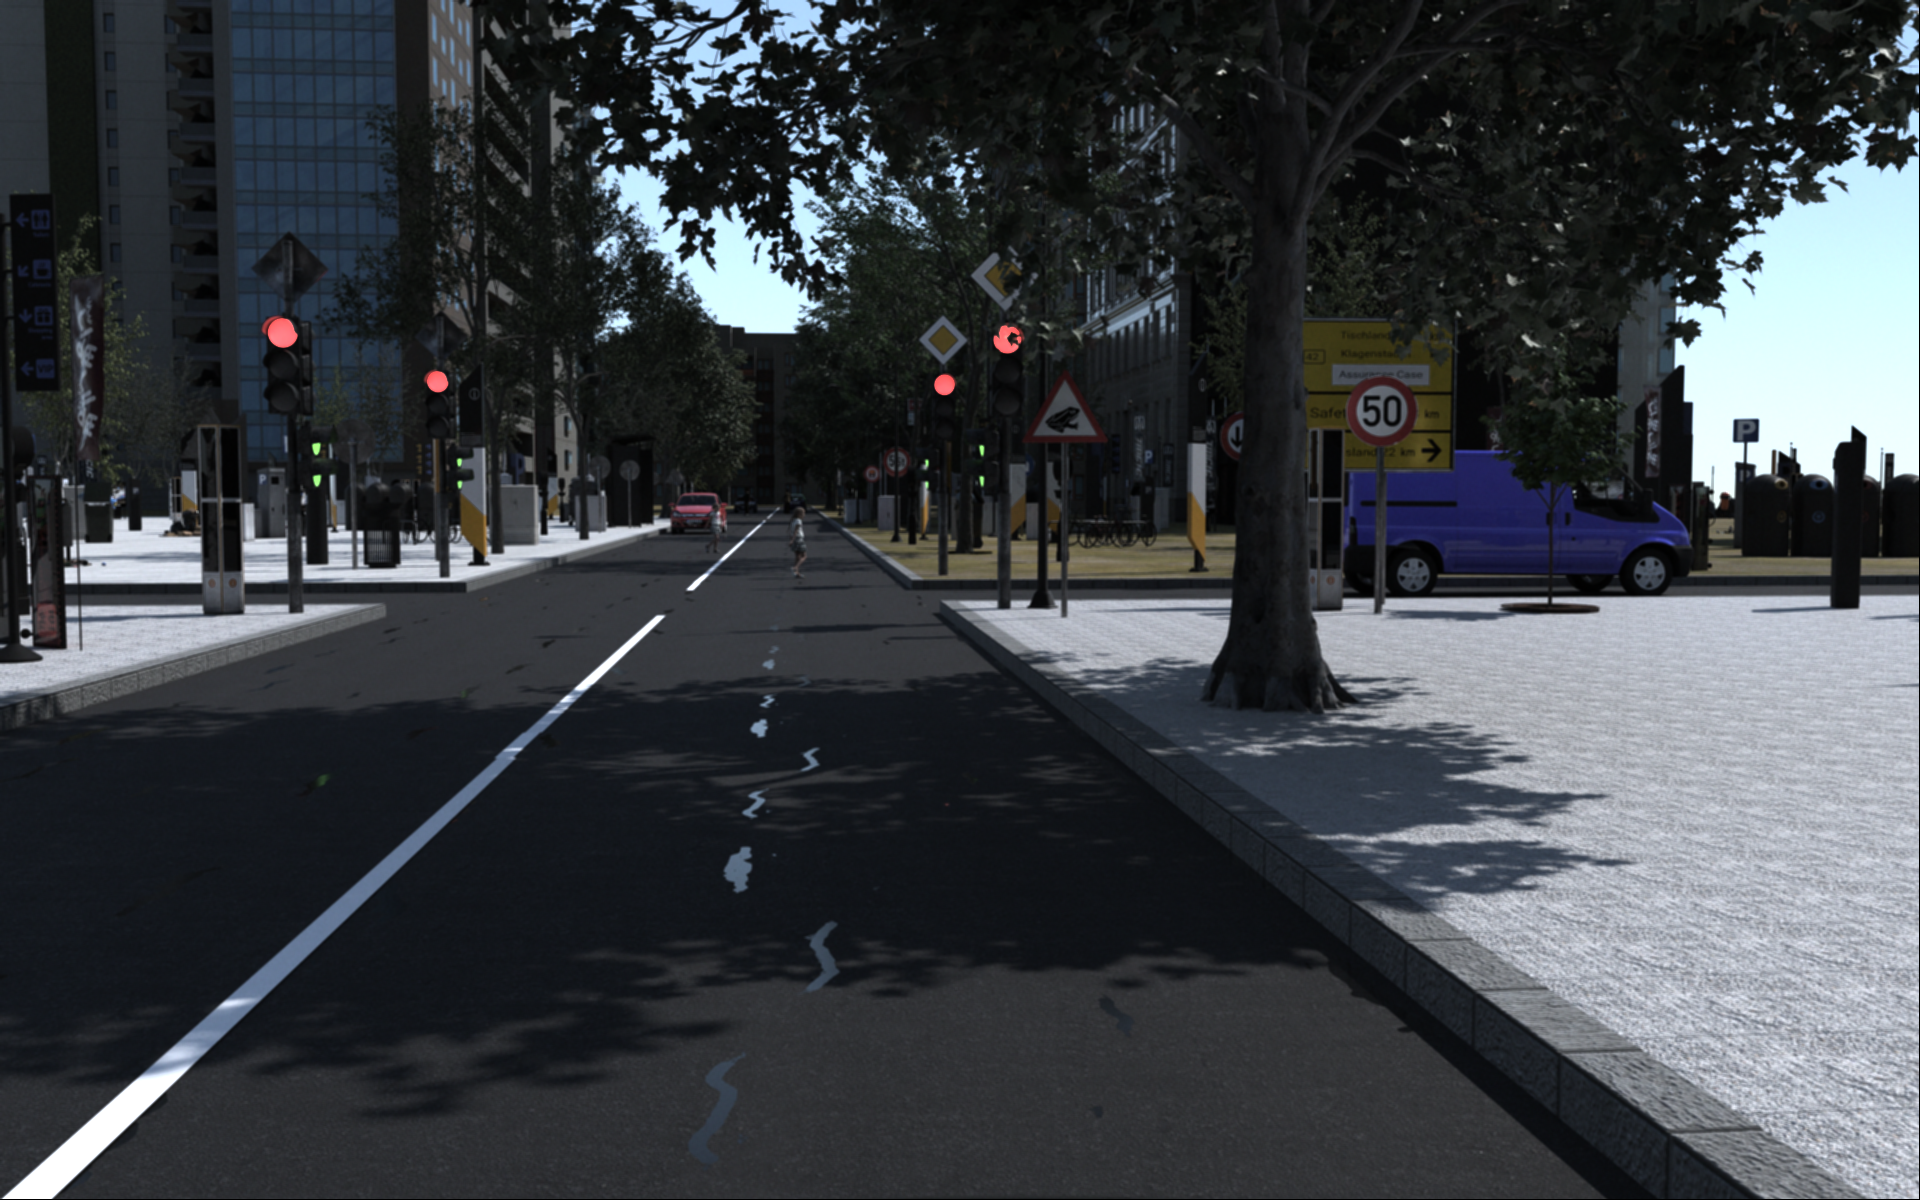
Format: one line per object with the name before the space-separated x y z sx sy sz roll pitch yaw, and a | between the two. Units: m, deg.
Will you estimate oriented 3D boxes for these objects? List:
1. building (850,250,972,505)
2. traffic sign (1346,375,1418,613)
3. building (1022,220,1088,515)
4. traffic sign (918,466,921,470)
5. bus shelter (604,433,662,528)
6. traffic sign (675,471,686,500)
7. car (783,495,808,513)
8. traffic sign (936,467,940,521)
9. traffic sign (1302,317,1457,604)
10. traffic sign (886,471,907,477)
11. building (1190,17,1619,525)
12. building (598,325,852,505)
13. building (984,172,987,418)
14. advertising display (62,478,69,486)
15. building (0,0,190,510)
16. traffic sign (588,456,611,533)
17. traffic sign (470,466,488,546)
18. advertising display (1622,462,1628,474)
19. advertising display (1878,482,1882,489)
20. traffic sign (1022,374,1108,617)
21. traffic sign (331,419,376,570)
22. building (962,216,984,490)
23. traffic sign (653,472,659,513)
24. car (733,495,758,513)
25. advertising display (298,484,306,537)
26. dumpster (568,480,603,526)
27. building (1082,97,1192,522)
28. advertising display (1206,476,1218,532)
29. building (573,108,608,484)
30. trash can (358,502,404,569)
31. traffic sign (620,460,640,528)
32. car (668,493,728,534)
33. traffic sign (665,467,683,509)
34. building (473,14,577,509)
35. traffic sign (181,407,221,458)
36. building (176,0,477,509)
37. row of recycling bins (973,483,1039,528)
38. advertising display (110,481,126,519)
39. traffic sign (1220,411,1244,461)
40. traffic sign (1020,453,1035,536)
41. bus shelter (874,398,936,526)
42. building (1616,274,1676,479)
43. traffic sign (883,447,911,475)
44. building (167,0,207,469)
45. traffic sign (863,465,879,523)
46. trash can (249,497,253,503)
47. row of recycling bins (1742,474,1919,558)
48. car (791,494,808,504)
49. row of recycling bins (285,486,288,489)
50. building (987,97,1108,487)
building | -6.057 -26.631 207.118 14.107 30.474 14.160 0 4 -5
traffic sign | 4.516 -1.133 18.629 0.768 2.556 0.104 0 4 2
building | 19.291 -17.029 123.456 27.650 21.520 28.899 0 4 -5
traffic sign | -1.523 -4.643 76.017 0.768 2.556 0.104 0 4 -5
bus shelter | -13.040 -4.777 69.393 1.731 3.624 6.357 0 4 -6
traffic sign | -13.909 -5.156 85.489 0.795 2.450 0.064 0 4 -1
car | -12.660 -7.369 133.068 1.945 1.354 3.894 0 4 -4
traffic sign | -1.032 -5.027 82.188 0.884 2.594 0.081 0 4 1
traffic sign | 4.601 -1.601 20.046 2.265 3.308 0.079 0 4 -3
traffic sign | -1.908 -3.204 52.484 0.768 2.556 0.104 0 4 1
building | 17.242 -14.723 70.403 12.332 23.373 15.834 0 4 -5
building | -28.139 -22.469 212.411 28.899 21.520 27.650 0 4 -5
building | 8.964 -29.042 158.424 14.154 41.232 14.086 0 4 -5
advertising display | -35.311 -3.860 68.328 0.123 1.923 0.974 -1 4 -15
building | -70.932 -37.019 147.256 28.212 58.520 21.231 0 4 -5
traffic sign | -11.948 -3.503 57.381 0.768 2.556 0.104 0 4 4
traffic sign | -12.008 -2.597 42.470 0.884 2.594 0.081 0 4 -4
advertising display | 13.090 -1.839 35.284 0.974 1.923 0.123 3 5 44
advertising display | 46.762 -5.122 88.953 0.974 1.923 0.123 2 4 29
traffic sign | 1.084 -1.097 17.948 0.884 2.594 0.081 0 4 2
traffic sign | -10.275 -1.788 29.343 0.768 2.556 0.104 0 4 1
building | 12.021 -32.171 217.872 23.993 40.220 32.217 0 4 -5
traffic sign | -17.451 -6.008 98.338 0.768 2.556 0.104 0 4 -2
car | -16.387 -7.334 132.486 1.945 1.354 3.894 0 4 -6
advertising display | -19.778 -2.879 52.293 0.123 1.923 0.974 0 4 -1
dumpster | -15.254 -3.956 70.439 1.264 1.857 1.865 0 4 -6
building | 14.250 -17.936 90.520 12.463 27.353 25.104 0 4 -5
advertising display | 8.329 -3.280 58.847 0.974 1.923 0.123 3 5 44
building | -57.448 -35.884 206.309 30.456 49.044 23.786 0 4 -5
trash can | -10.017 -1.122 30.005 0.748 1.137 0.748 0 3 0
traffic sign | -12.400 -3.970 65.021 0.768 2.556 0.104 0 4 3
car | -9.537 -3.318 63.289 2.155 1.783 4.494 0 4 -4
traffic sign | -13.902 -5.147 84.164 0.884 2.594 0.081 0 4 -5
building | -45.383 -32.179 149.825 21.600 48.544 21.300 0 4 -5
traffic sign | -11.205 -1.585 25.916 0.884 2.594 0.081 0 4 -3
building | -38.145 -27.908 106.411 14.600 45.320 14.200 0 4 -5
row of recycling bins | 1.779 -3.610 66.136 3.534 1.692 1.069 0 4 -8
advertising display | -43.128 -5.099 88.576 0.123 1.923 0.974 2 4 31
traffic sign | 4.385 -1.632 26.787 0.768 2.556 0.104 0 4 -5
traffic sign | 1.891 -3.230 52.924 0.768 2.556 0.104 0 4 -5
bus shelter | -2.317 -5.648 69.984 2.179 5.291 8.768 0 4 -5
building | 48.018 -32.881 157.218 30.456 49.044 23.786 0 4 -5
traffic sign | -1.711 -2.870 47.034 0.768 2.556 0.104 0 4 -1
building | -43.200 -30.612 124.200 21.300 48.544 21.600 0 4 -5
traffic sign | -3.901 -4.698 76.914 0.768 2.556 0.104 0 3 0
trash can | -33.115 -4.189 80.145 0.748 1.137 0.748 0 3 0
row of recycling bins | 17.991 -1.744 35.628 3.534 1.692 1.069 1 4 9
car | -15.384 -9.261 163.219 2.131 1.459 4.920 0 4 -5
row of recycling bins | -33.480 -5.042 89.555 3.534 1.692 1.069 -2 4 -30
building | 9.913 -30.215 144.124 14.600 45.320 14.200 0 4 -5
